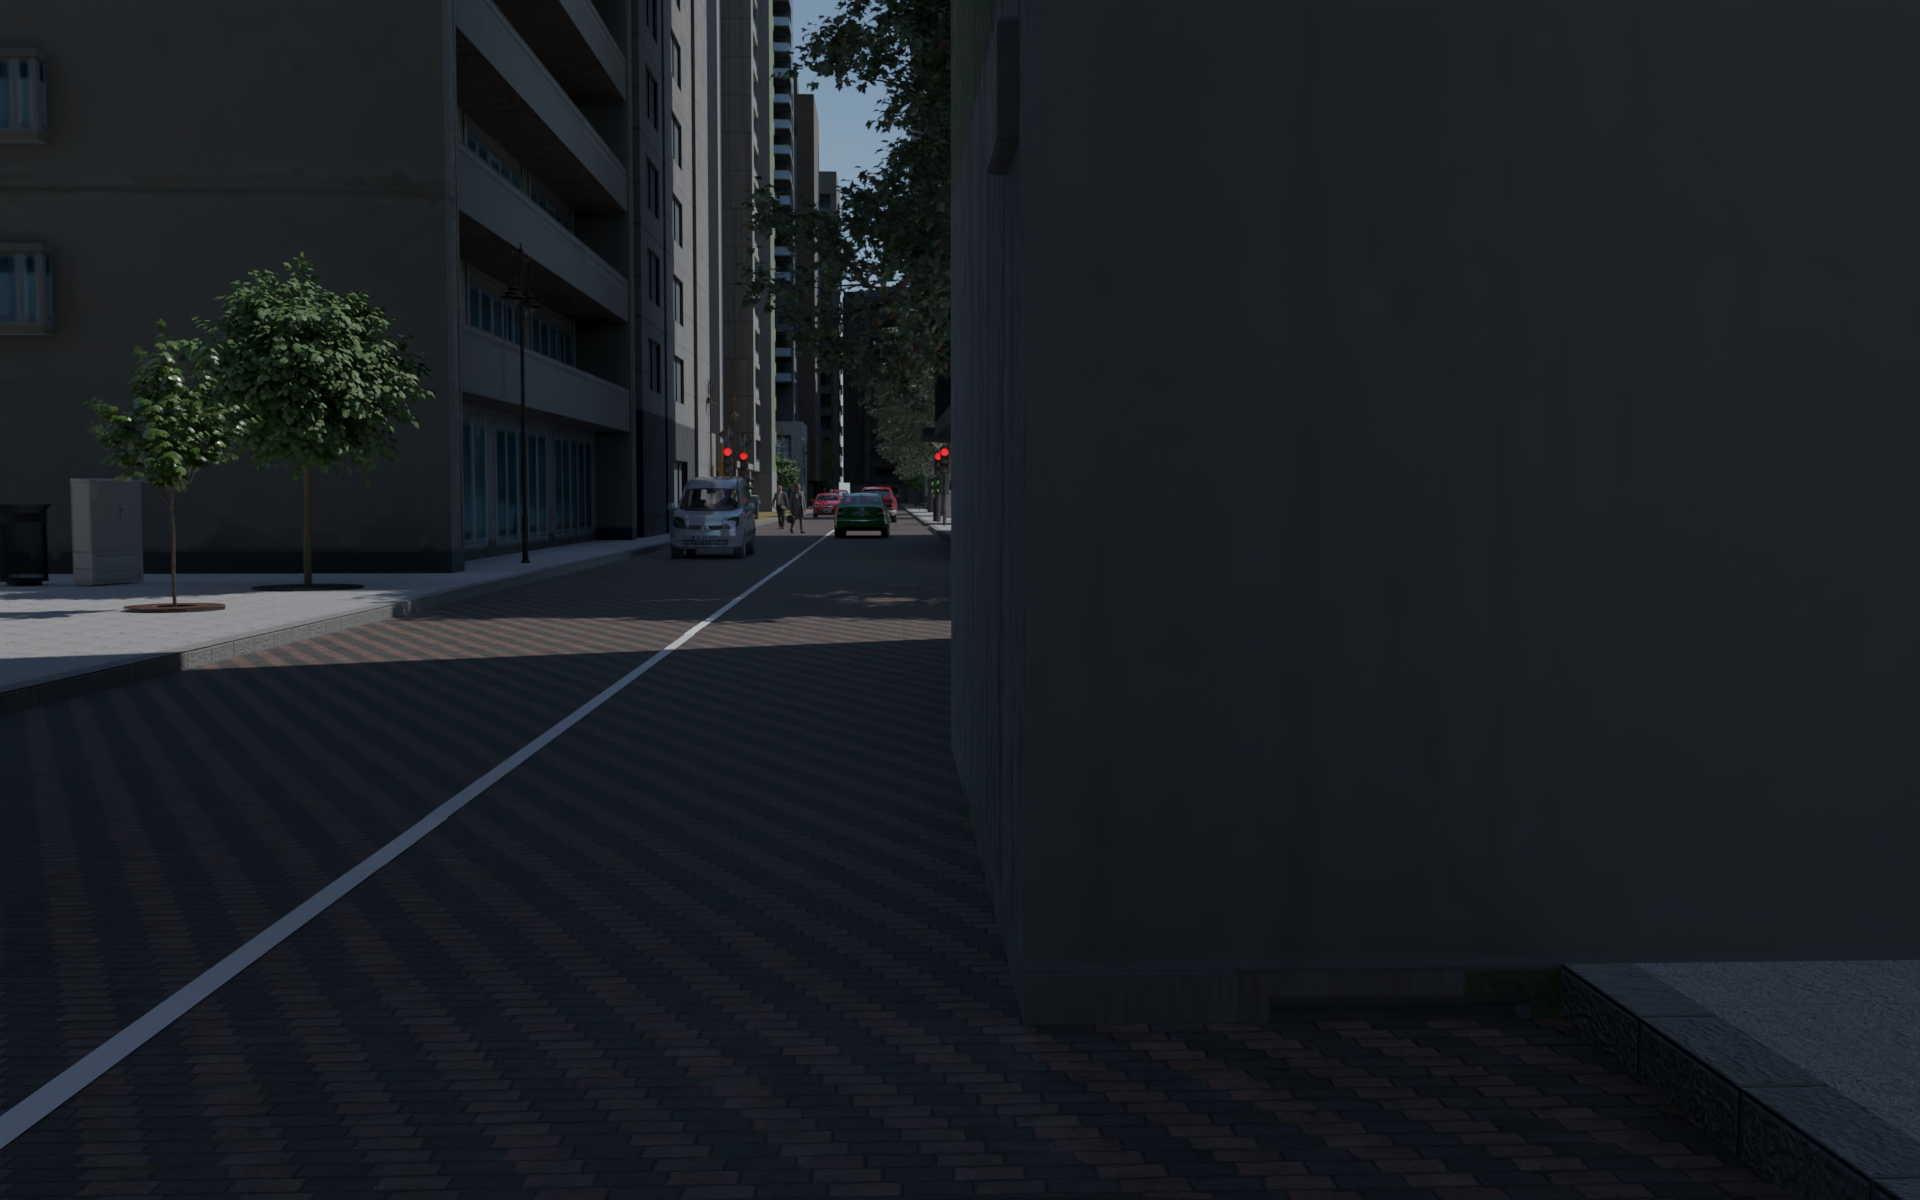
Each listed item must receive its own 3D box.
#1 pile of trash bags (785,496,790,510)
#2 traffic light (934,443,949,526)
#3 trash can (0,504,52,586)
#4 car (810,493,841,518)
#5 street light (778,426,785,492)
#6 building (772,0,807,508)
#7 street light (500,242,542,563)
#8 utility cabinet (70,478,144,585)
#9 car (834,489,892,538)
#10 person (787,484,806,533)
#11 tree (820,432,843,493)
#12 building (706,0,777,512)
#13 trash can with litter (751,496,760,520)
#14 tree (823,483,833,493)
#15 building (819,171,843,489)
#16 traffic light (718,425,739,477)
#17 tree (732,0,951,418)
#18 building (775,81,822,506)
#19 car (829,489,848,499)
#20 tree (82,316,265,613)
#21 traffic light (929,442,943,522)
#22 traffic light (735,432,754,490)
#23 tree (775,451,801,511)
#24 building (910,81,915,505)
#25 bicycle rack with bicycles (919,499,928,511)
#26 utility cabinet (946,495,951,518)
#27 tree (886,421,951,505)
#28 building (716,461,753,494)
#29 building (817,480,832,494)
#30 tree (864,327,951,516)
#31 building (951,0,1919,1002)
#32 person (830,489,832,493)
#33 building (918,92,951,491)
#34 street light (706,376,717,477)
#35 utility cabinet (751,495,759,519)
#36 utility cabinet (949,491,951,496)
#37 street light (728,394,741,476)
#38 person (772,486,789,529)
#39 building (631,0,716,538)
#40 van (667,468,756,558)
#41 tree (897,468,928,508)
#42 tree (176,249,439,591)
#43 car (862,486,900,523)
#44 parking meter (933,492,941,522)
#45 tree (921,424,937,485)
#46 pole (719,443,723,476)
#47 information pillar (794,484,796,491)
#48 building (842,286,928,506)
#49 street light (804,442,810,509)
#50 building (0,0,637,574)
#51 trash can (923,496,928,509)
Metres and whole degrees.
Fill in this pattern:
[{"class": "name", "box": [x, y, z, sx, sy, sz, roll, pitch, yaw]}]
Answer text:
[{"class": "pile of trash bags", "box": [-14.288, -7.918, 139.209, 1.912, 1.369, 3.447, 2, 4, 26]}, {"class": "traffic light", "box": [-0.652, -4.988, 70.476, 0.839, 4.253, 0.868, 0, 4, -2]}, {"class": "trash can", "box": [-13.112, -0.770, 24.242, 0.748, 1.137, 0.748, 0, 3, 0]}, {"class": "car", "box": [-8.094, -5.948, 106.294, 2.155, 1.783, 4.494, 0, 4, -3]}, {"class": "street light", "box": [-11.807, -8.695, 114.950, 0.468, 5.910, 1.993, 0, 4, -2]}, {"class": "building", "box": [-25.825, -52.207, 166.262, 22.319, 86.520, 31.000, 0, 4, -2]}, {"class": "street light", "box": [-8.083, -3.624, 32.037, 0.468, 5.910, 1.993, 0, 4, -2]}, {"class": "utility cabinet", "box": [-12.049, -0.968, 24.509, 0.318, 1.500, 1.173, 0, 4, 7]}, {"class": "car", "box": [-3.269, -3.029, 58.328, 1.959, 1.807, 4.718, 0, 4, -1]}, {"class": "person", "box": [-5.926, -3.336, 63.150, 0.694, 1.812, 0.767, -2, 4, -31]}, {"class": "tree", "box": [-15.684, -15.392, 202.021, 4.737, 8.622, 4.395, 0, 3, 0]}, {"class": "building", "box": [-20.428, -26.764, 121.192, 14.154, 41.232, 14.086, 0, 4, -2]}, {"class": "trash can with litter", "box": [-10.326, -4.600, 86.595, 0.624, 1.170, 1.055, 0, 4, -1]}, {"class": "tree", "box": [-17.727, -14.435, 230.605, 1.663, 3.219, 1.824, 0, 3, 0]}, {"class": "building", "box": [-27.720, -38.088, 246.437, 21.600, 48.544, 21.300, 0, 4, -2]}, {"class": "traffic light", "box": [-9.355, -4.964, 70.082, 0.839, 4.253, 0.868, 0, 4, -2]}, {"class": "tree", "box": [1.949, -6.623, 25.292, 9.611, 12.733, 9.660, 0, 3, 0]}, {"class": "building", "box": [-22.579, -33.035, 190.240, 14.600, 45.320, 14.200, 0, 4, -2]}, {"class": "car", "box": [-9.806, -8.011, 139.660, 2.281, 1.827, 5.304, 0, 4, -4]}, {"class": "tree", "box": [-8.817, -1.496, 19.060, 1.663, 3.219, 1.824, 0, 3, 0]}, {"class": "traffic light", "box": [-1.001, -5.476, 78.453, 0.839, 4.253, 0.868, 0, 4, -2]}, {"class": "traffic light", "box": [-9.703, -5.452, 78.059, 0.839, 4.253, 0.868, 0, 4, -2]}, {"class": "tree", "box": [-13.798, -9.070, 132.001, 4.285, 4.588, 4.351, 0, 3, 0]}, {"class": "building", "box": [4.362, -41.167, 215.080, 21.231, 58.520, 28.212, 0, 4, -2]}, {"class": "bicycle rack with bicycles", "box": [-1.785, -6.995, 127.749, 2.852, 0.926, 2.925, -2, 4, -28]}, {"class": "utility cabinet", "box": [-0.570, -5.026, 93.343, 0.306, 1.237, 1.020, 0, 4, 3]}, {"class": "tree", "box": [-3.410, -14.173, 149.853, 7.486, 12.596, 7.792, 0, 3, 0]}, {"class": "building", "box": [-27.927, -24.587, 93.882, 32.217, 40.220, 23.993, 0, 4, -2]}, {"class": "building", "box": [-30.877, -34.377, 216.694, 28.867, 44.769, 22.147, 0, 4, -2]}, {"class": "tree", "box": [-1.984, -13.166, 121.922, 9.857, 13.997, 8.962, 0, 3, 0]}, {"class": "building", "box": [6.886, -19.997, 10.539, 14.154, 41.232, 14.086, 0, 4, -2]}, {"class": "person", "box": [-9.236, -7.082, 124.690, 0.834, 1.777, 0.661, -1, 4, -23]}, {"class": "building", "box": [10.354, -35.666, 172.377, 28.713, 52.752, 27.495, 0, 4, -2]}, {"class": "street light", "box": [-9.808, -5.837, 68.227, 0.468, 5.910, 1.993, 0, 4, -2]}, {"class": "utility cabinet", "box": [-10.830, -4.744, 88.720, 1.020, 1.237, 0.306, -2, 4, -29]}, {"class": "utility cabinet", "box": [-0.288, -6.561, 115.958, 1.173, 1.500, 0.318, 2, 4, 23]}, {"class": "street light", "box": [-10.193, -6.452, 78.282, 0.468, 5.910, 1.993, 0, 4, -2]}, {"class": "person", "box": [-7.337, -3.780, 70.709, 0.661, 1.777, 0.834, 0, 4, -3]}, {"class": "building", "box": [-19.868, -37.927, 58.364, 20.611, 71.187, 20.563, 0, 4, -2]}, {"class": "van", "box": [-5.674, -2.016, 39.979, 2.013, 2.044, 4.112, 0, 4, -2]}, {"class": "tree", "box": [-4.082, -10.617, 157.308, 4.285, 4.588, 4.351, 0, 3, 0]}, {"class": "tree", "box": [-8.790, -2.424, 23.346, 4.285, 4.588, 4.351, 0, 3, 0]}, {"class": "car", "box": [-4.217, -4.863, 88.187, 2.281, 1.827, 5.304, 0, 4, -2]}, {"class": "parking meter", "box": [-1.078, -4.436, 80.935, 0.372, 1.533, 0.369, 0, 3, 0]}, {"class": "tree", "box": [-1.902, -11.041, 130.887, 4.737, 8.622, 4.395, 0, 3, 0]}, {"class": "pole", "box": [-9.466, -4.574, 68.630, 0.158, 3.312, 0.155, 0, 3, 0]}, {"class": "information pillar", "box": [-11.559, -7.207, 122.326, 0.304, 2.012, 0.304, 1, 4, 8]}, {"class": "building", "box": [-9.540, -28.885, 243.976, 14.107, 30.474, 14.160, 0, 4, -2]}, {"class": "street light", "box": [-13.344, -10.929, 151.483, 0.468, 5.910, 1.993, 0, 4, -2]}, {"class": "building", "box": [-19.313, -25.250, 36.541, 21.300, 48.544, 21.600, 0, 4, -2]}, {"class": "trash can", "box": [-2.828, -8.227, 146.170, 0.748, 1.137, 0.748, 0, 3, 0]}]
